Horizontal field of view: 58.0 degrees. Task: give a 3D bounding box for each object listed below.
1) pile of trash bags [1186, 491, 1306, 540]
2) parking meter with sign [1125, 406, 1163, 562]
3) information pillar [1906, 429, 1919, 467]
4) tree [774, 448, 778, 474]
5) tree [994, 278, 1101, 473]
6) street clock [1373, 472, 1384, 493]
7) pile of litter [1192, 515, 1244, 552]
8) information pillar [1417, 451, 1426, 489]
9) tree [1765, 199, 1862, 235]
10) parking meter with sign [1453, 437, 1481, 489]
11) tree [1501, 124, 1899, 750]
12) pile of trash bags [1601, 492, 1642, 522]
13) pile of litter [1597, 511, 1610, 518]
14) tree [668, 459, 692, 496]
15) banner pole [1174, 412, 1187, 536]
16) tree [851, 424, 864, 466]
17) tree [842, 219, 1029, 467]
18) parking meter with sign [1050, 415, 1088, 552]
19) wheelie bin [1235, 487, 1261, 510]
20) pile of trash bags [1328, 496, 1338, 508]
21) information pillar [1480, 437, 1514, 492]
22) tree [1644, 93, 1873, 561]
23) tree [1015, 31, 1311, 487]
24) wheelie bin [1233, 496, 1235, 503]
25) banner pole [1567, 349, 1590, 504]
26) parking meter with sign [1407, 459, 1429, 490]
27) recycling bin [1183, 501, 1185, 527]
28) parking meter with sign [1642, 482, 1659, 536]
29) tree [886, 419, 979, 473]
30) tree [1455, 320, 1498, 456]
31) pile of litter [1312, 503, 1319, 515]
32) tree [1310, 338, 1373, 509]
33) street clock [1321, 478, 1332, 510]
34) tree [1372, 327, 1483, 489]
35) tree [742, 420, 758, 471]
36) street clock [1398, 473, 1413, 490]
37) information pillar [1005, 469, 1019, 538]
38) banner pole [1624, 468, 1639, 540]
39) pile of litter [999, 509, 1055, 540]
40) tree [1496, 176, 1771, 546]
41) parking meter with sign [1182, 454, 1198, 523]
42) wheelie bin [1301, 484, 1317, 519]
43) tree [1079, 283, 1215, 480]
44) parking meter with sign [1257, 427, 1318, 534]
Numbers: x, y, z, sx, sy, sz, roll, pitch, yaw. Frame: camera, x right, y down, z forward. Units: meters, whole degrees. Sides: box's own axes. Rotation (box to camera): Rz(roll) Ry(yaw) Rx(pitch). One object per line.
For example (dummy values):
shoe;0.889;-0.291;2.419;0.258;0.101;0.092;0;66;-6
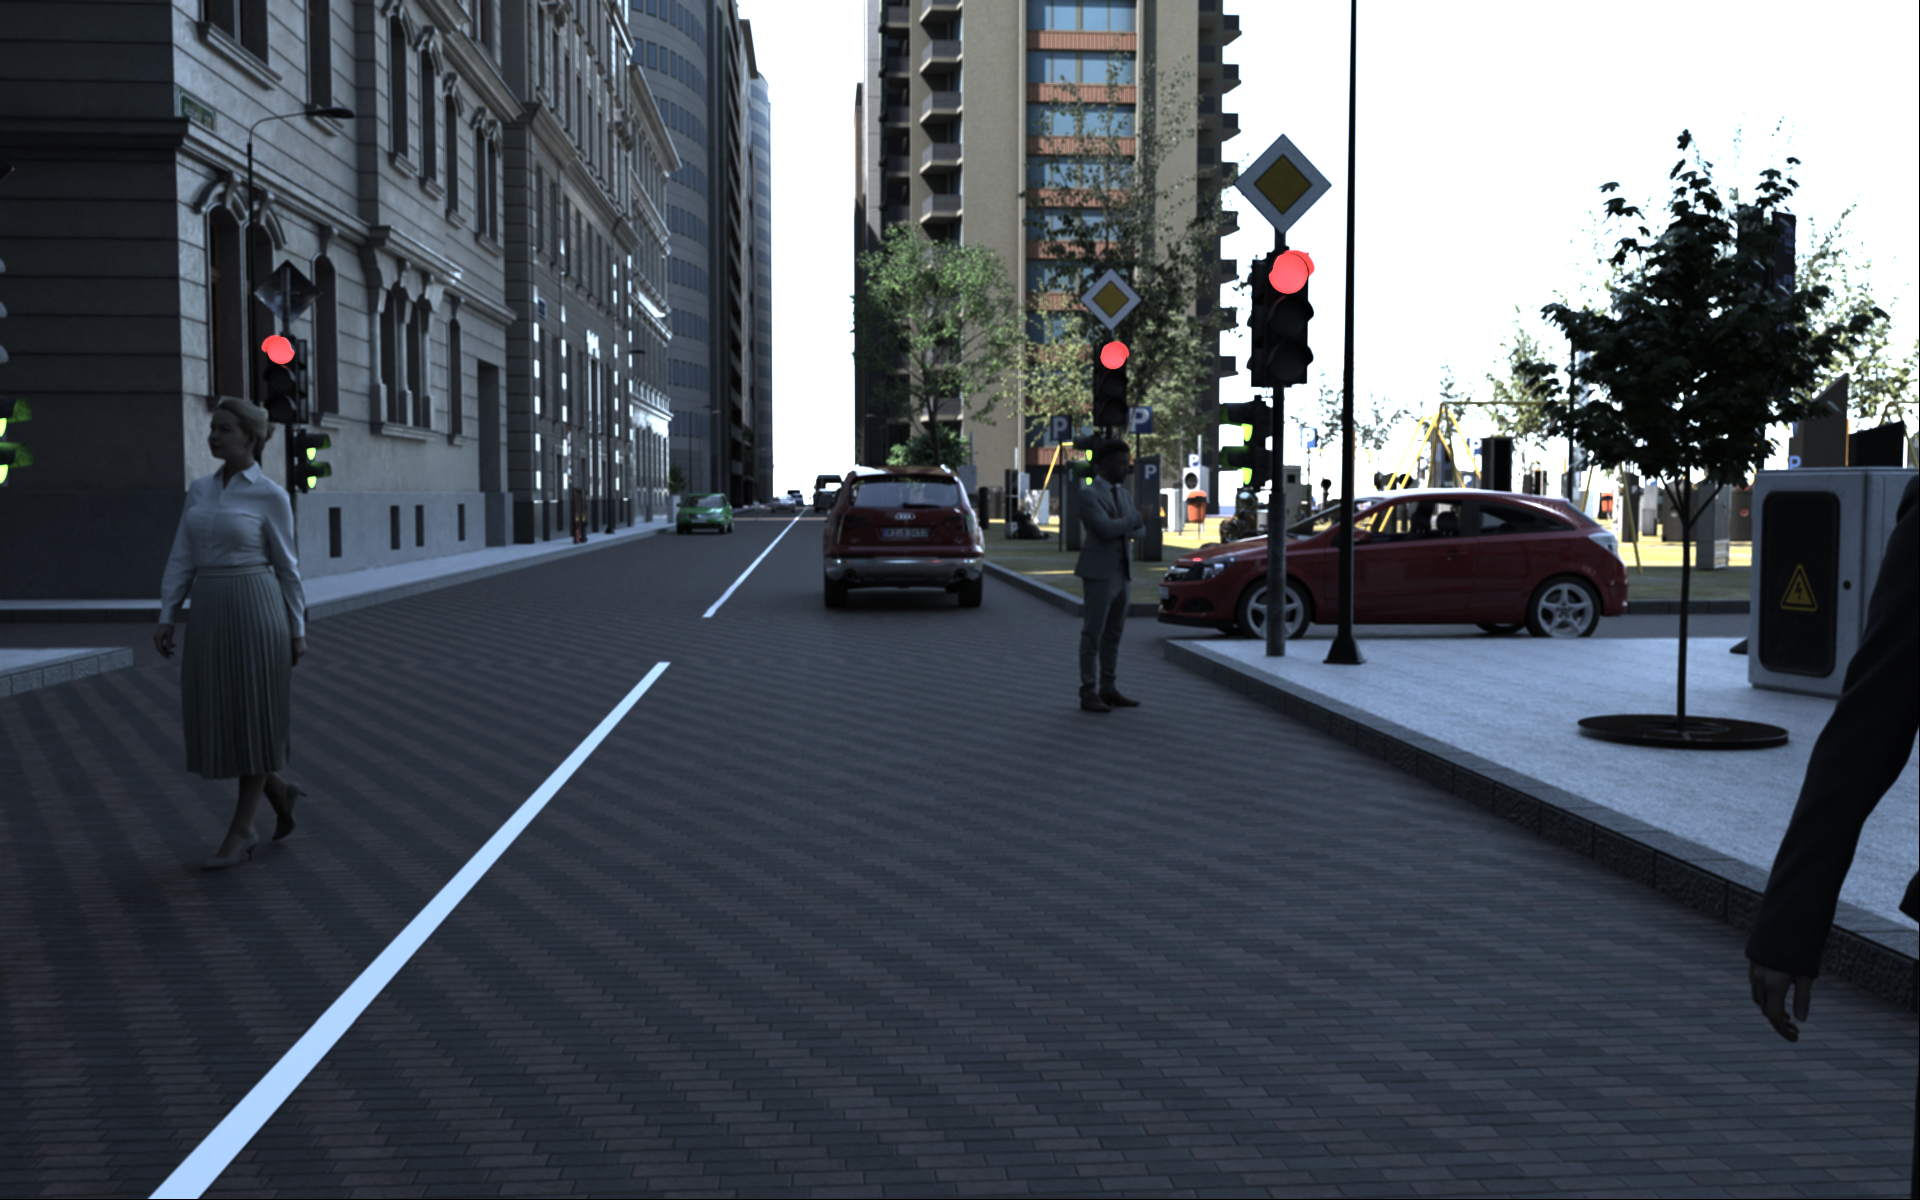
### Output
pile of trash bags;8.106;-2.406;49.097;3.447;1.369;1.912;0;4;-6
parking meter with sign;3.606;-2.282;33.573;0.543;3.016;1.738;0;4;-5
information pillar;34.140;-4.324;62.058;0.504;3.616;0.183;0;4;-8
tree;-28.508;-18.640;255.121;4.360;8.622;3.978;0;3;0
tree;3.516;-6.587;58.056;4.737;8.622;4.395;0;3;0
street clock;13.987;-3.260;57.875;0.358;2.002;0.471;3;4;36
pile of litter;5.269;-1.313;35.440;1.176;0.858;1.719;2;4;35
information pillar;25.295;-6.342;95.038;0.504;3.616;0.183;0;4;5
tree;20.564;-5.637;42.524;4.737;8.622;4.395;0;3;0
parking meter with sign;15.675;-3.525;53.898;0.543;3.016;1.738;0;4;-6
tree;3.842;-0.894;9.223;1.663;3.219;1.824;0;3;0
pile of trash bags;30.589;-4.161;77.789;3.447;1.369;1.912;2;4;25
pile of litter;34.324;-4.749;91.616;1.719;0.858;1.176;-3;5;-43
tree;-15.549;-6.141;95.007;1.663;3.219;1.824;0;3;0
banner pole;6.739;-3.841;52.813;0.401;3.779;0.863;0;4;4
tree;-9.335;-14.059;180.231;4.360;8.622;3.978;0;3;0
tree;-0.968;-8.607;66.473;9.928;11.665;9.643;0;3;0
parking meter with sign;2.783;-2.622;39.133;0.543;3.016;1.738;3;5;41
wheelie bin;10.394;-3.315;62.102;0.693;1.594;0.980;1;4;19
pile of trash bags;21.357;-5.145;93.868;3.447;1.369;1.912;1;4;12
information pillar;6.903;-1.090;22.314;0.304;2.012;0.304;-1;4;-9
tree;14.876;-5.050;32.931;4.360;8.622;3.978;0;3;0
tree;2.793;-4.794;28.739;4.360;8.622;3.978;0;3;0
wheelie bin;12.449;-4.163;75.973;0.980;1.594;0.693;1;4;19
banner pole;8.523;-2.072;23.894;0.401;3.779;0.863;3;5;42
parking meter with sign;22.454;-5.506;86.278;1.738;3.016;0.543;-2;4;-25
recycling bin;8.156;-3.304;66.581;0.722;1.027;0.722;-3;5;-41
parking meter with sign;21.179;-3.479;53.148;0.543;3.016;1.738;1;4;22
tree;-0.897;-5.595;75.191;4.285;4.588;4.351;0;3;0
tree;20.833;-6.881;62.865;4.737;8.622;4.395;0;3;0
pile of litter;20.489;-5.152;98.206;1.719;0.858;1.176;3;4;39
tree;17.041;-8.043;81.861;4.360;8.622;3.978;0;3;0
street clock;16.790;-4.575;79.371;0.471;2.002;0.358;3;5;44
tree;21.266;-7.732;76.780;4.360;8.622;3.978;0;3;0
tree;-22.069;-13.481;170.775;4.360;8.622;3.978;0;3;0
street clock;15.161;-3.331;59.026;0.471;2.002;0.358;0;4;-3
information pillar;1.530;-2.851;51.099;0.304;2.012;0.304;-2;4;-31
banner pole;18.869;-3.594;48.779;0.401;3.779;0.863;0;4;-1
pile of litter;1.914;-2.154;49.184;1.176;0.858;1.719;-3;5;-39
tree;15.901;-5.555;41.188;4.737;8.622;4.395;0;3;0
parking meter with sign;9.982;-4.894;76.273;0.543;3.016;1.738;-1;4;-12
wheelie bin;10.410;-2.752;52.903;0.980;1.594;0.693;1;4;13
tree;10.160;-10.731;93.581;7.486;12.596;7.792;0;3;0
parking meter with sign;8.486;-2.983;45.040;1.738;3.016;0.543;-2;4;-35
